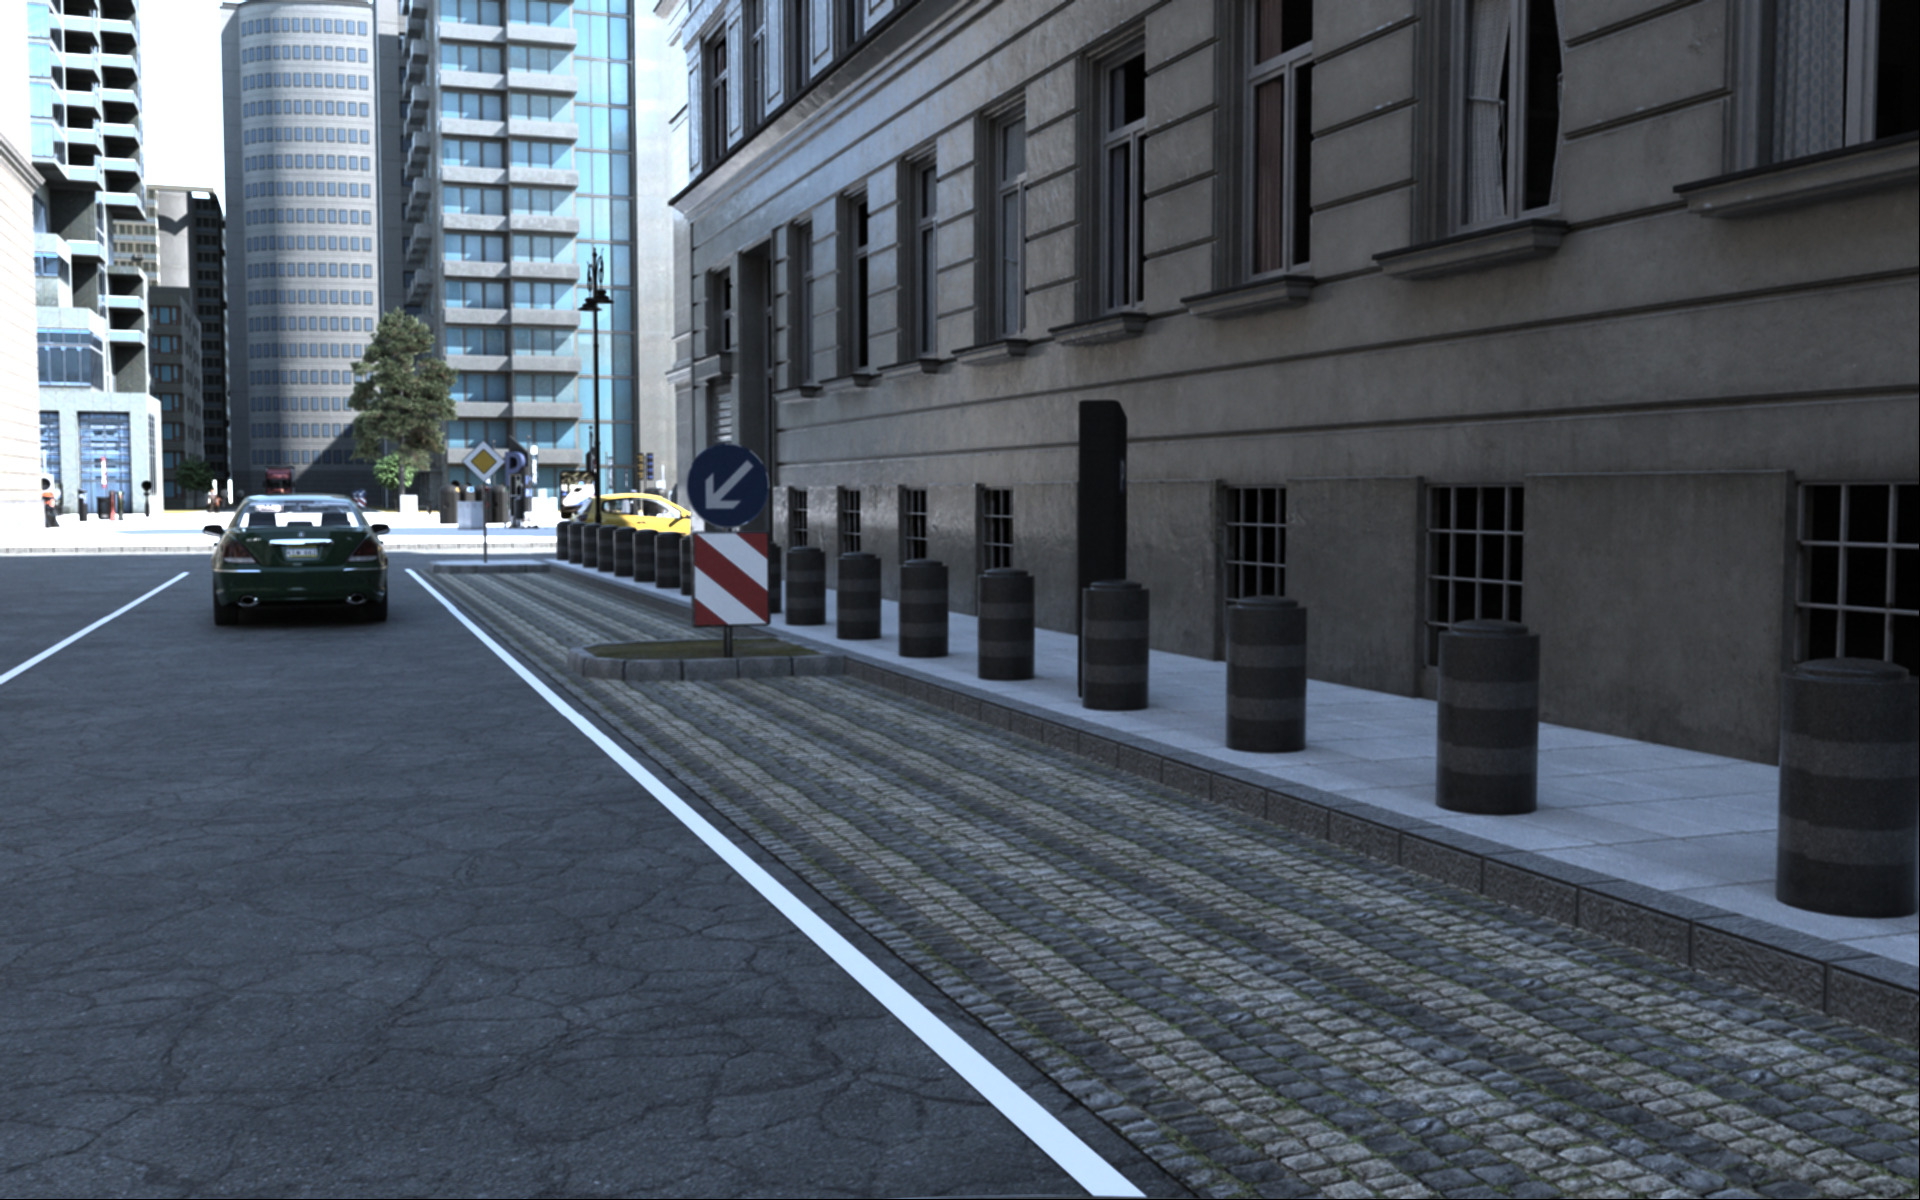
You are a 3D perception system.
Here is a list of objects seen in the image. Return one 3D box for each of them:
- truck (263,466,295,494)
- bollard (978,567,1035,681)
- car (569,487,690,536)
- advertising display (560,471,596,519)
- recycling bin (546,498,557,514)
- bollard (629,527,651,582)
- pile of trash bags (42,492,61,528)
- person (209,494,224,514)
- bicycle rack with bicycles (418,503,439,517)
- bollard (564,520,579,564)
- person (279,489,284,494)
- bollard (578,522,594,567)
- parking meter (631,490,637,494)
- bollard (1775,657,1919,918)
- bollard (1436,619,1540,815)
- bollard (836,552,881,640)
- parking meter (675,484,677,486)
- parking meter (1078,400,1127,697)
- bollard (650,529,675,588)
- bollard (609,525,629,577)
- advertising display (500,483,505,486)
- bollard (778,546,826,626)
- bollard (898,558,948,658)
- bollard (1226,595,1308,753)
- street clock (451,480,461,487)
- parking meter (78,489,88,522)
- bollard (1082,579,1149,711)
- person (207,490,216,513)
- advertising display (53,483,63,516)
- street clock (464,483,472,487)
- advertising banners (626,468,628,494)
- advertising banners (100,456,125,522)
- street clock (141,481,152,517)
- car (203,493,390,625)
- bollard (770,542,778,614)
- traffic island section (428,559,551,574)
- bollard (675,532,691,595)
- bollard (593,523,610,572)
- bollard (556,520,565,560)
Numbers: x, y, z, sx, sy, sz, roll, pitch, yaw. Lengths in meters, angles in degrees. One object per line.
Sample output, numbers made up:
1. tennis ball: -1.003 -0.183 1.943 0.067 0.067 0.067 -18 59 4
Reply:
1. truck: -68.148 -11.300 173.663 2.839 4.237 11.283 -1 4 -20
2. bollard: 0.321 0.161 12.077 0.404 0.777 0.398 0 3 0
3. car: -7.412 -1.918 41.578 3.980 1.641 2.015 -1 4 -19
4. advertising display: -10.529 -2.602 47.753 0.974 1.923 0.123 -1 4 -21
5. recycling bin: -26.945 -6.180 113.598 0.722 1.027 0.722 1 4 16
6. bollard: -4.585 -0.654 25.404 0.404 0.777 0.398 0 3 0
7. pile of trash bags: -35.196 -3.433 65.885 1.912 1.369 3.447 -1 4 -11
8. person: -49.709 -6.367 115.855 1.065 1.426 0.557 0 4 4
9. bicycle rack with bicycles: -29.061 -5.112 96.969 2.852 0.926 2.925 -2 4 -33
10. bollard: -7.047 -1.062 32.086 0.404 0.777 0.398 0 3 0
11. person: -49.549 -7.216 126.613 1.348 1.807 0.705 0 4 -5
12. bollard: -6.428 -0.961 30.424 0.404 0.777 0.398 0 3 0
13. parking meter: -19.247 -5.739 102.248 0.372 1.533 0.369 0 3 0
14. bollard: 2.777 0.569 5.409 0.404 0.777 0.398 0 3 0
15. bollard: 2.160 0.467 7.086 0.404 0.777 0.398 0 3 0
16. bollard: -0.900 -0.042 15.404 0.404 0.777 0.398 0 3 0
17. parking meter: -13.699 -4.818 84.489 0.399 1.863 0.255 -3 5 -43
18. parking meter: 0.907 -0.325 11.023 0.255 1.863 0.399 1 4 14
19. bollard: -3.973 -0.552 23.741 0.404 0.777 0.398 0 3 0
20. bollard: -5.206 -0.756 27.074 0.404 0.777 0.398 0 3 0
21. advertising display: -27.269 -6.085 104.699 0.974 1.923 0.123 -1 4 -9
22. bollard: -1.523 -0.144 17.074 0.404 0.777 0.398 0 3 0
23. bollard: -0.290 0.060 13.740 0.404 0.777 0.398 0 3 0
24. bollard: 1.548 0.365 8.749 0.404 0.777 0.398 0 3 0
25. street clock: -26.858 -5.366 92.297 0.471 2.002 0.358 0 4 2
26. parking meter: -40.555 -4.383 80.077 0.372 1.533 0.369 0 3 0
27. bollard: 0.935 0.263 10.415 0.404 0.777 0.398 0 3 0
28. person: -55.861 -7.373 129.595 0.434 1.755 0.990 3 5 39
29. advertising display: -52.478 -5.840 100.692 0.974 1.923 0.123 2 4 33
30. street clock: -32.287 -6.671 113.638 0.471 2.002 0.358 -2 4 -26
31. advertising banners: -20.257 -6.676 105.347 0.090 3.025 2.074 -1 4 -13
32. advertising banners: -39.634 -5.186 80.975 0.090 3.025 2.074 0 4 1
33. street clock: -44.572 -5.528 94.946 0.471 2.002 0.358 -3 5 -43
34. car: -7.851 -0.537 20.578 2.131 1.459 4.920 -1 4 -22
35. bollard: -2.133 -0.246 18.737 0.404 0.777 0.398 0 3 0
36. traffic island section: -8.855 -0.619 32.402 2.009 0.180 2.903 -1 4 -20
37. bollard: -3.360 -0.450 22.069 0.404 0.777 0.398 0 3 0
38. bollard: -5.812 -0.858 28.738 0.404 0.777 0.398 0 3 0
39. bollard: -7.660 -1.164 33.748 0.404 0.777 0.398 0 3 0
